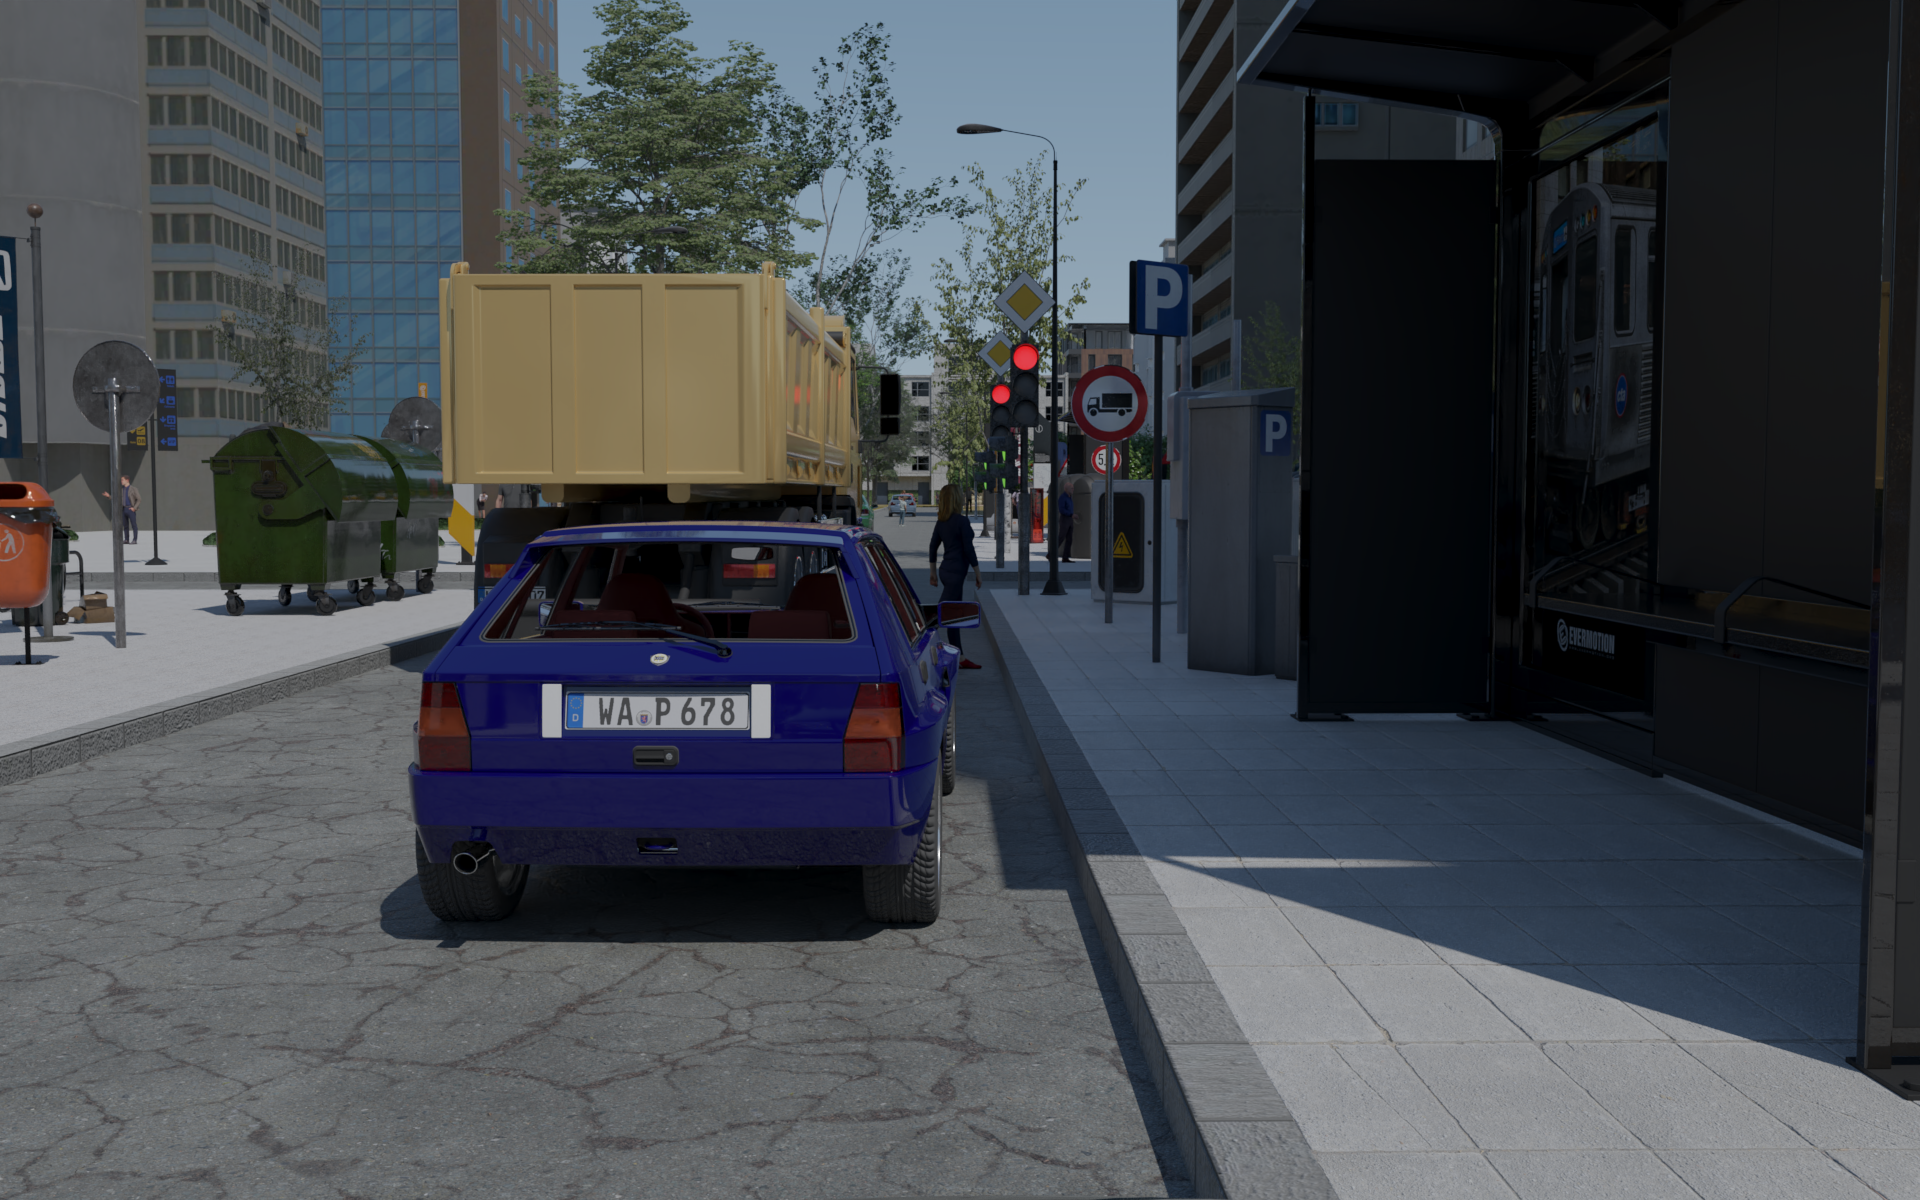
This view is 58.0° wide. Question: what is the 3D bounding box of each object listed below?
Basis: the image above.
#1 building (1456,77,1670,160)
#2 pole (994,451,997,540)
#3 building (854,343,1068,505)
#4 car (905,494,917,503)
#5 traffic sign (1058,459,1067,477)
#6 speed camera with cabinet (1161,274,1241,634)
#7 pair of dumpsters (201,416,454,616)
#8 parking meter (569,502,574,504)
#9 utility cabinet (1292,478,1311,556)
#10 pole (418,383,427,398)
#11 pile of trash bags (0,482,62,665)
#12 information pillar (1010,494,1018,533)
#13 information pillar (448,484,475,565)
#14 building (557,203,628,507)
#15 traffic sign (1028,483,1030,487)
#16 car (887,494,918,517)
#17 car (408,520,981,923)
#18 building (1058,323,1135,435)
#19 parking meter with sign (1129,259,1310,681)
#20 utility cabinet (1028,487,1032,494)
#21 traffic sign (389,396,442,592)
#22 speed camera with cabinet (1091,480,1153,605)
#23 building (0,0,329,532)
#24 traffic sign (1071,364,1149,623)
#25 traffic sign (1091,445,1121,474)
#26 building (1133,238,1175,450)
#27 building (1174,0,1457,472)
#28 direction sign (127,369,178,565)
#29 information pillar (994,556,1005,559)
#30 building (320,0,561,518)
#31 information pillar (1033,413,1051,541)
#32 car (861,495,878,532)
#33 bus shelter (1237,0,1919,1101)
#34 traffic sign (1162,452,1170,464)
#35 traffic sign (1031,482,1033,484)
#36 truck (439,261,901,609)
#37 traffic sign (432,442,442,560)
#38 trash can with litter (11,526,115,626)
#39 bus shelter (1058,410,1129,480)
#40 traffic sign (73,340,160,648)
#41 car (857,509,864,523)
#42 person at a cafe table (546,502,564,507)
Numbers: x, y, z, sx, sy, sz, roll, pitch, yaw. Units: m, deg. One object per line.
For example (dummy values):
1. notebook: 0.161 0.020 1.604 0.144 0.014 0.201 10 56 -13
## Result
1. building: 33.002 -28.519 55.520 27.495 52.752 28.713 0 4 -1
2. pole: 1.057 -3.318 48.097 0.158 3.312 0.155 0 3 0
3. building: -3.175 -21.112 211.646 31.486 18.905 16.747 0 4 -1
4. car: -5.352 -10.074 173.755 2.155 1.783 4.494 0 4 1
5. traffic sign: 3.512 -3.380 55.268 0.884 2.594 0.081 1 4 8
6. speed camera with cabinet: 2.263 -1.266 15.037 0.660 3.252 2.038 0 4 -2
7. pair of dumpsters: -7.237 -1.080 20.147 1.574 2.255 4.437 0 4 -1
8. parking meter: -10.622 -2.590 48.053 0.399 1.863 0.255 -2 4 -35
9. utility cabinet: 4.684 -0.779 21.419 1.173 1.500 0.318 3 5 42
10. pole: -9.861 -2.326 31.881 0.158 3.312 0.155 0 3 0
11. pile of trash bags: -8.338 -0.167 12.477 3.447 1.369 1.912 -1 4 -12
12. information pillar: 1.780 -3.214 57.048 0.304 2.012 0.304 0 4 -5
13. information pillar: -8.982 -2.436 31.181 0.504 3.616 0.183 1 4 13
14. building: -29.483 -15.557 110.777 16.016 20.091 11.380 0 4 -1
15. traffic sign: 2.830 -4.330 70.895 0.768 2.556 0.104 0 4 4
16. car: -3.663 -5.996 110.040 2.014 1.417 4.499 0 4 -2
17. car: -0.891 0.333 7.139 1.945 1.354 3.894 0 4 1
18. building: 29.037 -22.844 217.473 32.646 21.610 27.936 0 4 -1
19. parking meter with sign: 2.008 -0.991 12.464 0.543 3.016 1.738 -3 4 -38
20. utility cabinet: 1.925 -3.025 58.133 1.173 1.500 0.318 -2 4 -26
21. traffic sign: -7.090 -1.377 22.622 0.768 2.556 0.104 0 4 4
22. speed camera with cabinet: 2.496 -1.573 20.052 2.038 3.252 0.660 3 5 39
23. building: -38.189 -22.794 64.556 32.217 40.220 23.993 0 4 -1
24. traffic sign: 1.478 -1.041 17.130 0.768 2.556 0.104 0 4 4
25. traffic sign: 3.797 -2.747 45.023 0.768 2.556 0.104 0 4 4
26. building: 21.645 -16.975 133.968 16.016 20.091 11.380 0 4 -1
27. building: 23.812 -28.761 93.945 21.300 48.544 21.600 0 4 -1
28. direction sign: -14.549 -2.400 31.242 0.379 3.537 0.876 3 5 44
29. information pillar: 0.785 -2.612 34.063 0.183 3.616 0.504 0 4 -3
30. building: -30.021 -27.098 93.171 14.600 45.320 14.200 0 4 -1
31. information pillar: 2.215 -3.414 47.175 0.504 3.616 0.183 -1 4 -16
32. car: -3.918 -2.964 60.254 2.131 1.459 4.920 0 4 -2
33. bus shelter: 2.455 -0.945 6.728 1.731 3.624 6.357 0 4 -1
34. traffic sign: 3.976 -1.872 30.604 0.884 2.594 0.081 0 4 7
35. traffic sign: 4.058 -5.663 92.702 0.768 2.556 0.104 0 4 2
36. truck: -2.495 -1.321 17.525 3.469 3.379 9.791 0 4 1
37. traffic sign: -10.202 -2.054 33.696 0.768 2.556 0.104 0 4 2
38. trash can with litter: -8.897 -0.350 17.111 0.624 1.170 1.055 3 5 40
39. bus shelter: 3.898 -3.668 51.252 1.731 3.624 6.357 0 4 -1
40. traffic sign: -6.990 -0.871 14.354 0.768 2.556 0.104 0 4 6
41. car: -3.971 -2.523 53.837 1.945 1.354 3.894 0 4 0
42. person at a cafe table: -16.754 -3.738 69.630 1.622 1.524 1.698 0 4 -5
